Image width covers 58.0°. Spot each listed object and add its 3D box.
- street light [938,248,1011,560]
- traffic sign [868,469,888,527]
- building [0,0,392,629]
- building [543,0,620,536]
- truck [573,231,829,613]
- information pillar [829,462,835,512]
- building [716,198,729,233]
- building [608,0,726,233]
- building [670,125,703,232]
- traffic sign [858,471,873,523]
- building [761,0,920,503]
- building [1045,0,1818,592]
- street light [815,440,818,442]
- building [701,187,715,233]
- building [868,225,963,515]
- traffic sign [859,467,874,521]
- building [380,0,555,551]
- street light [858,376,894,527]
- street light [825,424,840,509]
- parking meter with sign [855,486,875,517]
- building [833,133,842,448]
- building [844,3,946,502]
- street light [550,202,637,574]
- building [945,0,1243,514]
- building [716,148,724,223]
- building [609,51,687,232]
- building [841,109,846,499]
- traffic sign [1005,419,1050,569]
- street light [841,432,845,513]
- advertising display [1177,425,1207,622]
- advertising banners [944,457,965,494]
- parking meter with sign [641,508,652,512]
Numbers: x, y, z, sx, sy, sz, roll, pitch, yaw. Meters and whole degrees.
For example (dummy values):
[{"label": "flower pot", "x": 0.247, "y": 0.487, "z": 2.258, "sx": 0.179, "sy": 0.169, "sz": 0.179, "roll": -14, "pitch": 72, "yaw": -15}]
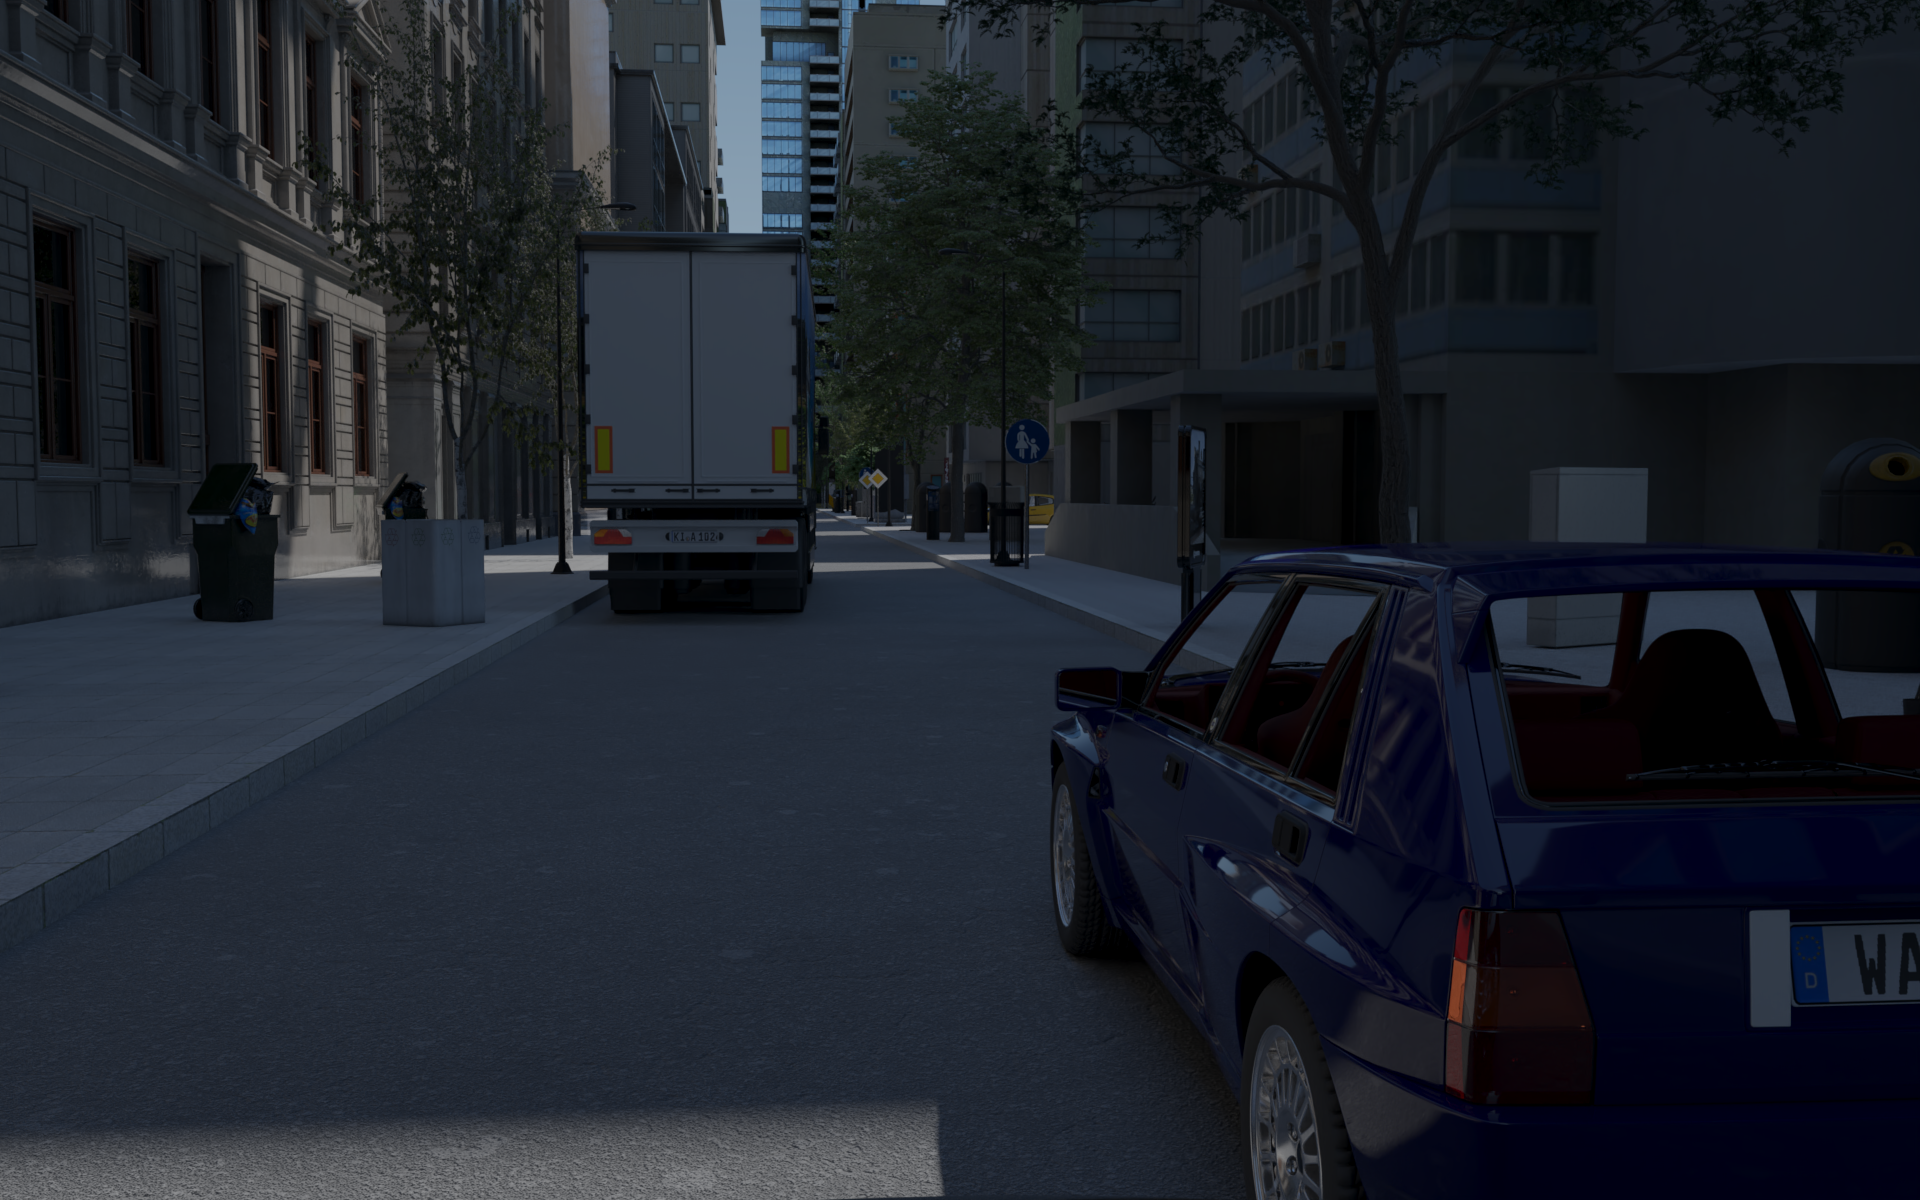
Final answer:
[{"label": "street light", "x": 0.290, "y": -3.695, "z": 32.951, "sx": 1.470, "sy": 5.913, "sz": 1.316, "roll": 0, "pitch": 4, "yaw": -6}, {"label": "traffic sign", "x": -3.227, "y": -3.943, "z": 68.103, "sx": 0.795, "sy": 2.450, "sz": 0.064, "roll": 0, "pitch": 4, "yaw": -6}, {"label": "building", "x": -14.766, "y": -11.357, "z": 21.843, "sx": 11.583, "sy": 22.565, "sz": 21.152, "roll": 0, "pitch": 4, "yaw": -6}, {"label": "building", "x": -21.883, "y": -16.596, "z": 57.250, "sx": 20.117, "sy": 28.700, "sz": 13.634, "roll": 0, "pitch": 4, "yaw": -6}, {"label": "truck", "x": -3.270, "y": -2.156, "z": 24.171, "sx": 2.839, "sy": 4.237, "sz": 11.283, "roll": 0, "pitch": 4, "yaw": -4}, {"label": "information pillar", "x": -9.194, "y": -8.158, "z": 124.737, "sx": 0.504, "sy": 3.616, "sz": 0.183, "roll": 1, "pitch": 4, "yaw": 21}, {"label": "building", "x": -39.065, "y": -34.084, "z": 240.859, "sx": 14.086, "sy": 41.232, "sz": 14.154, "roll": 0, "pitch": 4, "yaw": -6}, {"label": "building", "x": -38.358, "y": -35.862, "z": 175.580, "sx": 28.713, "sy": 52.752, "sz": 27.495, "roll": 0, "pitch": 4, "yaw": -6}, {"label": "building", "x": -25.065, "y": -19.831, "z": 117.741, "sx": 14.314, "sy": 27.812, "sz": 24.014, "roll": 0, "pitch": 4, "yaw": -6}, {"label": "traffic sign", "x": -4.065, "y": -4.428, "z": 76.044, "sx": 0.795, "sy": 2.450, "sz": 0.064, "roll": 0, "pitch": 4, "yaw": -6}, {"label": "building", "x": -16.305, "y": -57.051, "z": 245.447, "sx": 31.000, "sy": 86.520, "sz": 22.319, "roll": 0, "pitch": 4, "yaw": -6}, {"label": "building", "x": 18.530, "y": -20.682, "z": 30.025, "sx": 32.217, "sy": 40.220, "sz": 23.993, "roll": 0, "pitch": 4, "yaw": -6}, {"label": "street light", "x": -12.074, "y": -10.855, "z": 150.014, "sx": 1.470, "sy": 5.913, "sz": 1.316, "roll": 0, "pitch": 4, "yaw": -6}, {"label": "building", "x": -29.293, "y": -23.498, "z": 155.897, "sx": 14.160, "sy": 30.474, "sz": 14.107, "roll": 0, "pitch": 4, "yaw": -6}, {"label": "building", "x": 8.041, "y": -17.014, "z": 123.221, "sx": 27.650, "sy": 21.520, "sz": 28.899, "roll": 0, "pitch": 4, "yaw": -6}, {"label": "traffic sign", "x": -4.419, "y": -5.041, "z": 82.527, "sx": 0.768, "sy": 2.556, "sz": 0.104, "roll": 0, "pitch": 4, "yaw": 3}, {"label": "building", "x": -15.794, "y": -11.773, "z": 41.644, "sx": 9.793, "sy": 20.994, "sz": 18.267, "roll": 0, "pitch": 4, "yaw": -6}, {"label": "street light", "x": -3.335, "y": -5.841, "z": 68.043, "sx": 1.470, "sy": 5.913, "sz": 1.316, "roll": 0, "pitch": 4, "yaw": -6}, {"label": "street light", "x": -8.327, "y": -8.709, "z": 114.936, "sx": 1.470, "sy": 5.913, "sz": 1.316, "roll": 0, "pitch": 4, "yaw": -6}, {"label": "parking meter with sign", "x": -5.030, "y": -6.097, "z": 95.951, "sx": 1.738, "sy": 3.016, "sz": 0.543, "roll": 3, "pitch": 4, "yaw": 36}, {"label": "building", "x": -3.897, "y": -36.122, "z": 210.206, "sx": 23.786, "sy": 49.044, "sz": 30.456, "roll": 0, "pitch": 4, "yaw": -6}, {"label": "building", "x": -0.214, "y": -33.411, "z": 169.972, "sx": 21.300, "sy": 48.544, "sz": 21.600, "roll": 0, "pitch": 4, "yaw": -6}, {"label": "street light", "x": -5.849, "y": -3.373, "z": 27.688, "sx": 1.470, "sy": 5.913, "sz": 1.316, "roll": 0, "pitch": 4, "yaw": -6}, {"label": "building", "x": 6.828, "y": -24.582, "z": 85.514, "sx": 14.086, "sy": 41.232, "sz": 14.154, "roll": 0, "pitch": 4, "yaw": -6}, {"label": "building", "x": -43.895, "y": -36.043, "z": 208.904, "sx": 30.456, "sy": 49.044, "sz": 23.786, "roll": 0, "pitch": 4, "yaw": -6}, {"label": "building", "x": -22.223, "y": -16.618, "z": 90.763, "sx": 14.314, "sy": 24.678, "sz": 30.058, "roll": 0, "pitch": 4, "yaw": -6}, {"label": "building", "x": -5.907, "y": -30.843, "z": 187.881, "sx": 14.154, "sy": 41.232, "sz": 14.086, "roll": 0, "pitch": 4, "yaw": -6}, {"label": "traffic sign", "x": 1.142, "y": -1.799, "z": 29.517, "sx": 0.768, "sy": 2.556, "sz": 0.104, "roll": 0, "pitch": 4, "yaw": -3}, {"label": "street light", "x": -4.628, "y": -6.561, "z": 79.811, "sx": 1.470, "sy": 5.913, "sz": 1.316, "roll": 0, "pitch": 4, "yaw": -6}, {"label": "advertising display", "x": 2.222, "y": -0.695, "z": 16.583, "sx": 0.123, "sy": 1.923, "sz": 0.974, "roll": 1, "pitch": 4, "yaw": 17}, {"label": "advertising banners", "x": -0.283, "y": -5.246, "z": 81.954, "sx": 0.090, "sy": 3.025, "sz": 2.074, "roll": -2, "pitch": 4, "yaw": -27}, {"label": "parking meter with sign", "x": -9.800, "y": -3.484, "z": 53.218, "sx": 0.543, "sy": 3.016, "sz": 1.738, "roll": 0, "pitch": 4, "yaw": 7}]
